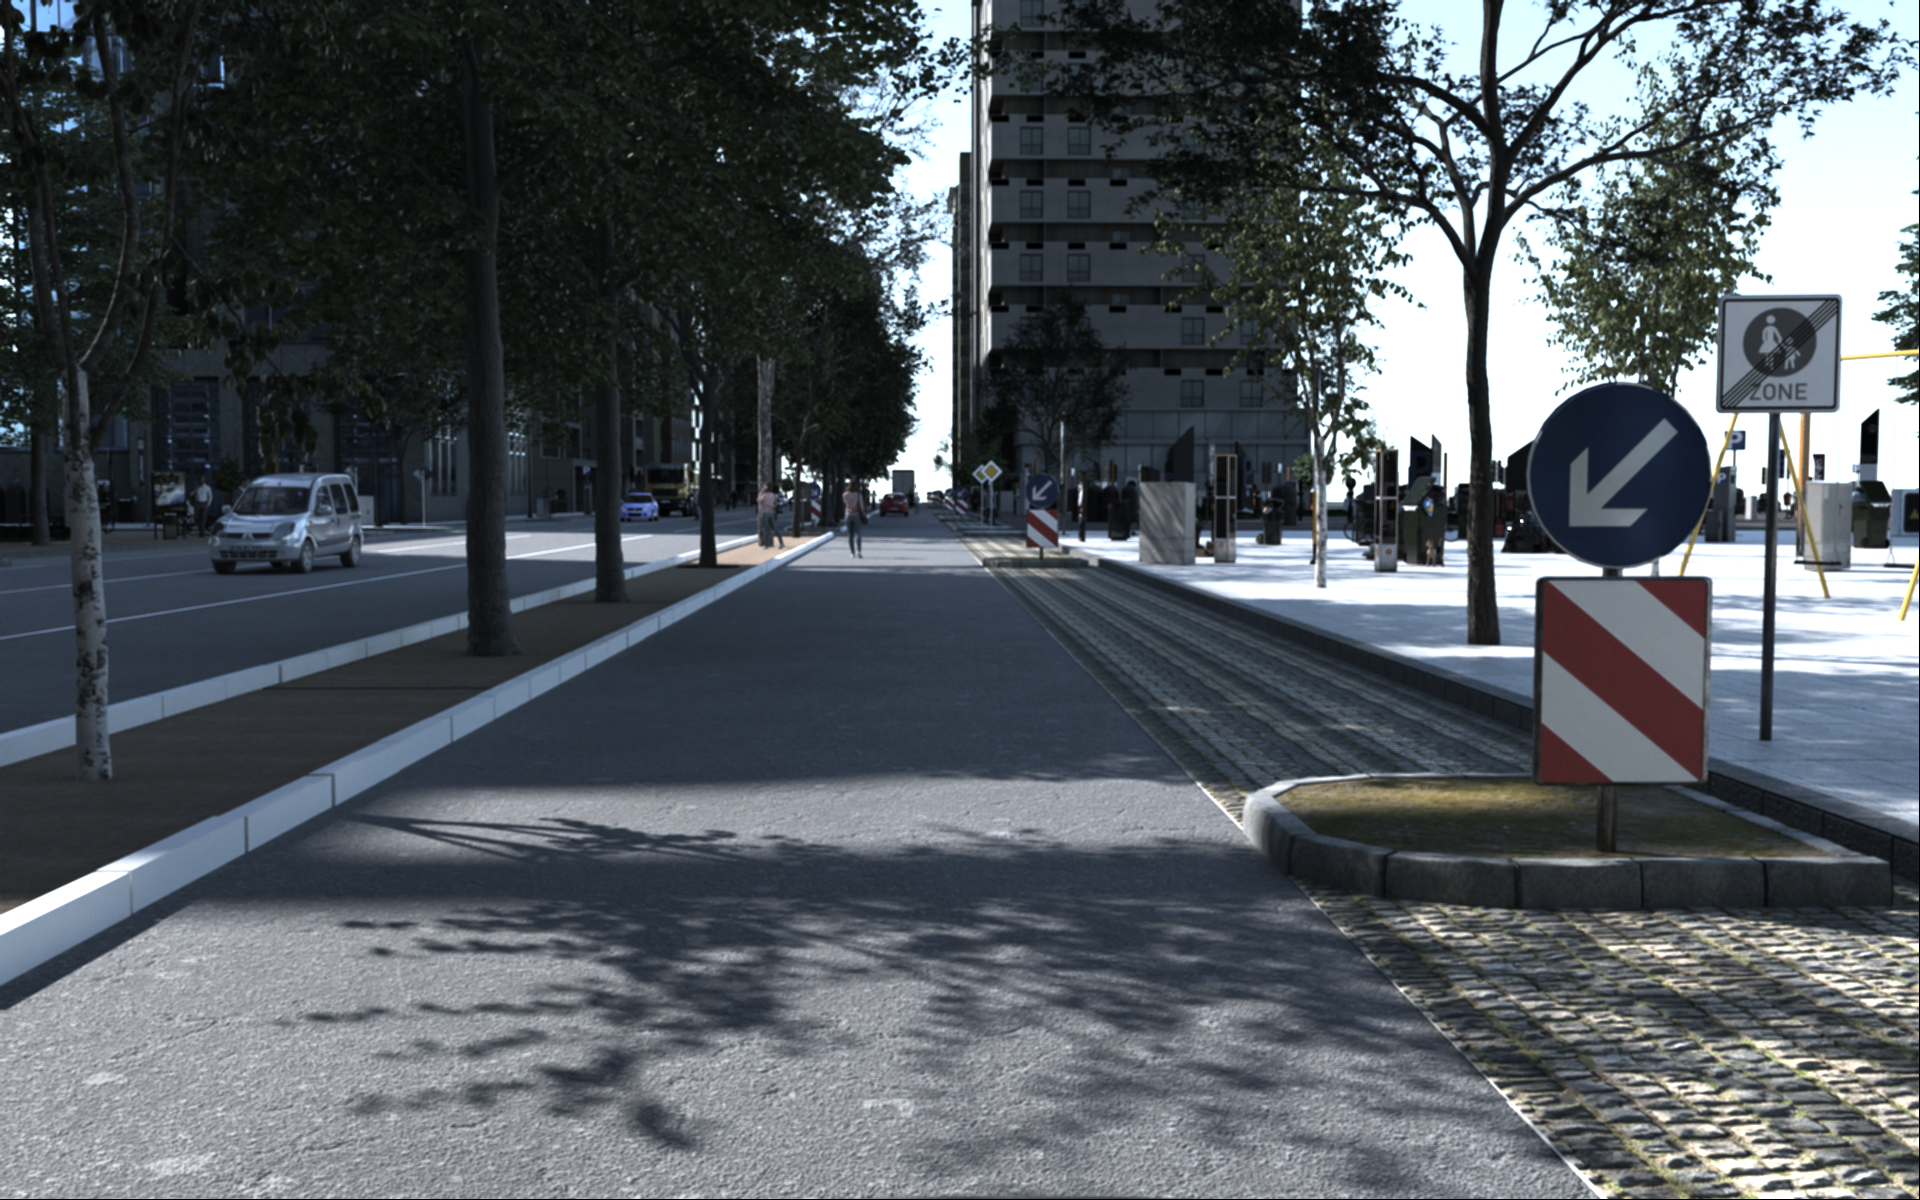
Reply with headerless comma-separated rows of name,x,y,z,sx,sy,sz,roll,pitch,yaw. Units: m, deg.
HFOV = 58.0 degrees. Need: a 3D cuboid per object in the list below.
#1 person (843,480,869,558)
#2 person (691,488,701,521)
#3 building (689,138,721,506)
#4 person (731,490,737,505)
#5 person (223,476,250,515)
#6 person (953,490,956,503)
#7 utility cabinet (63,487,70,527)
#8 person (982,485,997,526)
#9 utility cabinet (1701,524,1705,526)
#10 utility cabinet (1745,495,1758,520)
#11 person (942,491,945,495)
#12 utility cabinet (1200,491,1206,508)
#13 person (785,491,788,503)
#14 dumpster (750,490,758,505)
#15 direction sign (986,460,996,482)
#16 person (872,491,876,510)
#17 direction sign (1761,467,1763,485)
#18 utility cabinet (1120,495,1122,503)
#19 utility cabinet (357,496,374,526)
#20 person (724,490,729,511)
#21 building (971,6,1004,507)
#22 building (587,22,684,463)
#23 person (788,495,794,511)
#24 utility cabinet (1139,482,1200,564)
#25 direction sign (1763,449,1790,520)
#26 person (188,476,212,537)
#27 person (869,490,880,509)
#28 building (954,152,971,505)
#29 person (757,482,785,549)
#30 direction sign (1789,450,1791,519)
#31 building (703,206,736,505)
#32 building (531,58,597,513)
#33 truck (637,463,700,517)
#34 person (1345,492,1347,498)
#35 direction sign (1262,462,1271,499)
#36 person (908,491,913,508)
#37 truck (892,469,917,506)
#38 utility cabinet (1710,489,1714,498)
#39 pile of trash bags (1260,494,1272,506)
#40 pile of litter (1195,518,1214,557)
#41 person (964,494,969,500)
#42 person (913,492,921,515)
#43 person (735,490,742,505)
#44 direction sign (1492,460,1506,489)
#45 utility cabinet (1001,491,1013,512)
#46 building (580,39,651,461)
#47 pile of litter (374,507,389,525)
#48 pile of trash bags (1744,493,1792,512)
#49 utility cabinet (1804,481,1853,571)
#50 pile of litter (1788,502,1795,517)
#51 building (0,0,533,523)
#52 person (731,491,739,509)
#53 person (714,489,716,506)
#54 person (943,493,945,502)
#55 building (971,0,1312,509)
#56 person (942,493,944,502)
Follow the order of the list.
person,-2.366,-1.833,39.059,0.593,1.750,0.643,0,4,8
person,-14.267,-5.178,93.643,0.515,1.767,0.782,-1,4,-8
building,-38.561,-34.572,184.860,23.786,49.044,30.456,0,4,-2
person,-27.010,-12.264,207.109,0.990,1.755,0.434,2,4,28
person,-15.681,-1.793,37.777,0.822,1.834,0.622,-1,4,-12
person,-0.751,-13.976,234.505,0.705,1.831,1.348,0,4,2
utility cabinet,-25.425,-2.504,49.611,0.318,1.500,1.173,-1,4,-20
person,1.178,-3.838,71.431,0.709,1.800,0.728,2,4,33
utility cabinet,29.504,-3.588,69.821,1.020,1.237,0.306,2,4,30
utility cabinet,40.063,-4.679,87.663,0.306,1.237,1.020,1,4,9
person,-2.975,-17.454,291.424,1.348,1.823,0.705,2,4,27
utility cabinet,15.488,-6.362,112.691,1.173,1.500,0.318,1,4,13
person,-22.101,-12.954,220.398,0.705,1.812,1.348,0,4,7
dumpster,-24.086,-12.105,206.133,1.865,1.857,1.264,0,4,-2
direction sign,2.072,-7.618,116.547,0.876,3.537,0.379,3,5,42
person,-7.147,-8.253,144.381,0.436,1.711,0.756,1,4,18
direction sign,67.100,-9.301,144.074,0.876,3.537,0.379,0,4,0
utility cabinet,10.316,-5.819,106.307,1.020,1.237,0.306,3,5,39
utility cabinet,-24.165,-3.600,70.019,0.306,1.237,1.020,2,4,28
person,-20.193,-8.563,149.028,0.750,1.759,0.617,2,4,25
building,11.661,-39.526,188.253,21.231,58.520,28.212,0,4,-2
building,-33.134,-31.308,161.995,14.600,45.320,14.200,0,4,-2
person,-14.568,-8.480,150.380,0.697,1.427,0.421,0,4,4
utility cabinet,3.812,-1.414,31.793,0.318,1.500,1.173,-3,4,-38
direction sign,41.090,-5.822,87.184,0.876,3.537,0.379,-1,4,-10
person,-22.648,-2.781,51.614,0.679,1.850,0.850,-1,4,-14
person,-8.245,-9.630,165.585,1.348,1.869,0.705,-1,4,-13
building,6.806,-32.184,209.804,14.154,41.232,14.086,0,4,-2
person,-4.887,-2.189,44.875,0.643,1.750,0.593,2,4,30
direction sign,42.270,-5.898,88.425,0.379,3.537,0.876,1,4,16
building,-34.868,-32.089,208.250,14.154,41.232,14.086,0,4,-2
building,-36.942,-42.091,126.440,20.563,71.187,20.611,0,4,-2
truck,-18.373,-7.014,110.602,3.469,3.379,9.791,0,4,-3
person,49.904,-13.050,222.695,1.217,1.723,0.721,-3,5,-41
direction sign,21.954,-8.076,124.032,0.876,3.537,0.379,-2,4,-34
person,-4.981,-10.033,172.987,0.683,1.767,0.568,3,5,41
truck,-6.558,-13.095,203.018,2.839,4.237,11.283,0,3,0
utility cabinet,35.625,-4.467,81.708,1.173,1.500,0.318,-2,4,-24
pile of trash bags,23.569,-7.586,133.778,3.447,1.369,1.912,-3,5,-42
pile of litter,4.925,-1.328,35.685,1.719,0.858,1.176,-1,4,-12
person,0.504,-10.739,181.720,1.348,1.812,0.705,-3,4,-38
person,-2.971,-6.695,119.778,0.330,1.601,0.589,3,5,43
person,-26.886,-12.368,208.347,1.348,1.812,0.705,-1,4,-12
direction sign,35.612,-7.521,114.969,0.876,3.537,0.379,-2,4,-32
utility cabinet,3.348,-6.925,121.904,1.173,1.500,0.318,1,4,14
building,-33.579,-28.386,147.713,14.154,41.232,14.086,0,4,-2
pile of litter,-24.803,-3.592,72.688,1.719,0.858,1.176,0,4,-3
pile of trash bags,58.352,-7.022,124.565,3.447,1.369,1.912,-1,4,-18
utility cabinet,14.506,-1.237,28.901,1.173,1.500,0.318,-3,5,-42
pile of litter,45.439,-4.881,93.761,1.719,0.858,1.176,-2,4,-35
building,-35.477,-47.544,90.013,22.319,86.520,31.000,0,4,-2
person,-21.867,-9.722,168.278,0.721,1.723,1.217,-3,5,-44
person,-25.611,-10.715,181.317,0.705,1.814,1.350,-1,4,-9
person,-2.606,-16.723,282.728,1.065,1.426,0.557,1,4,19
building,15.782,-34.917,160.127,28.713,52.752,27.495,0,4,-2
person,-3.047,-17.215,287.464,1.348,1.831,0.705,-3,4,-37
